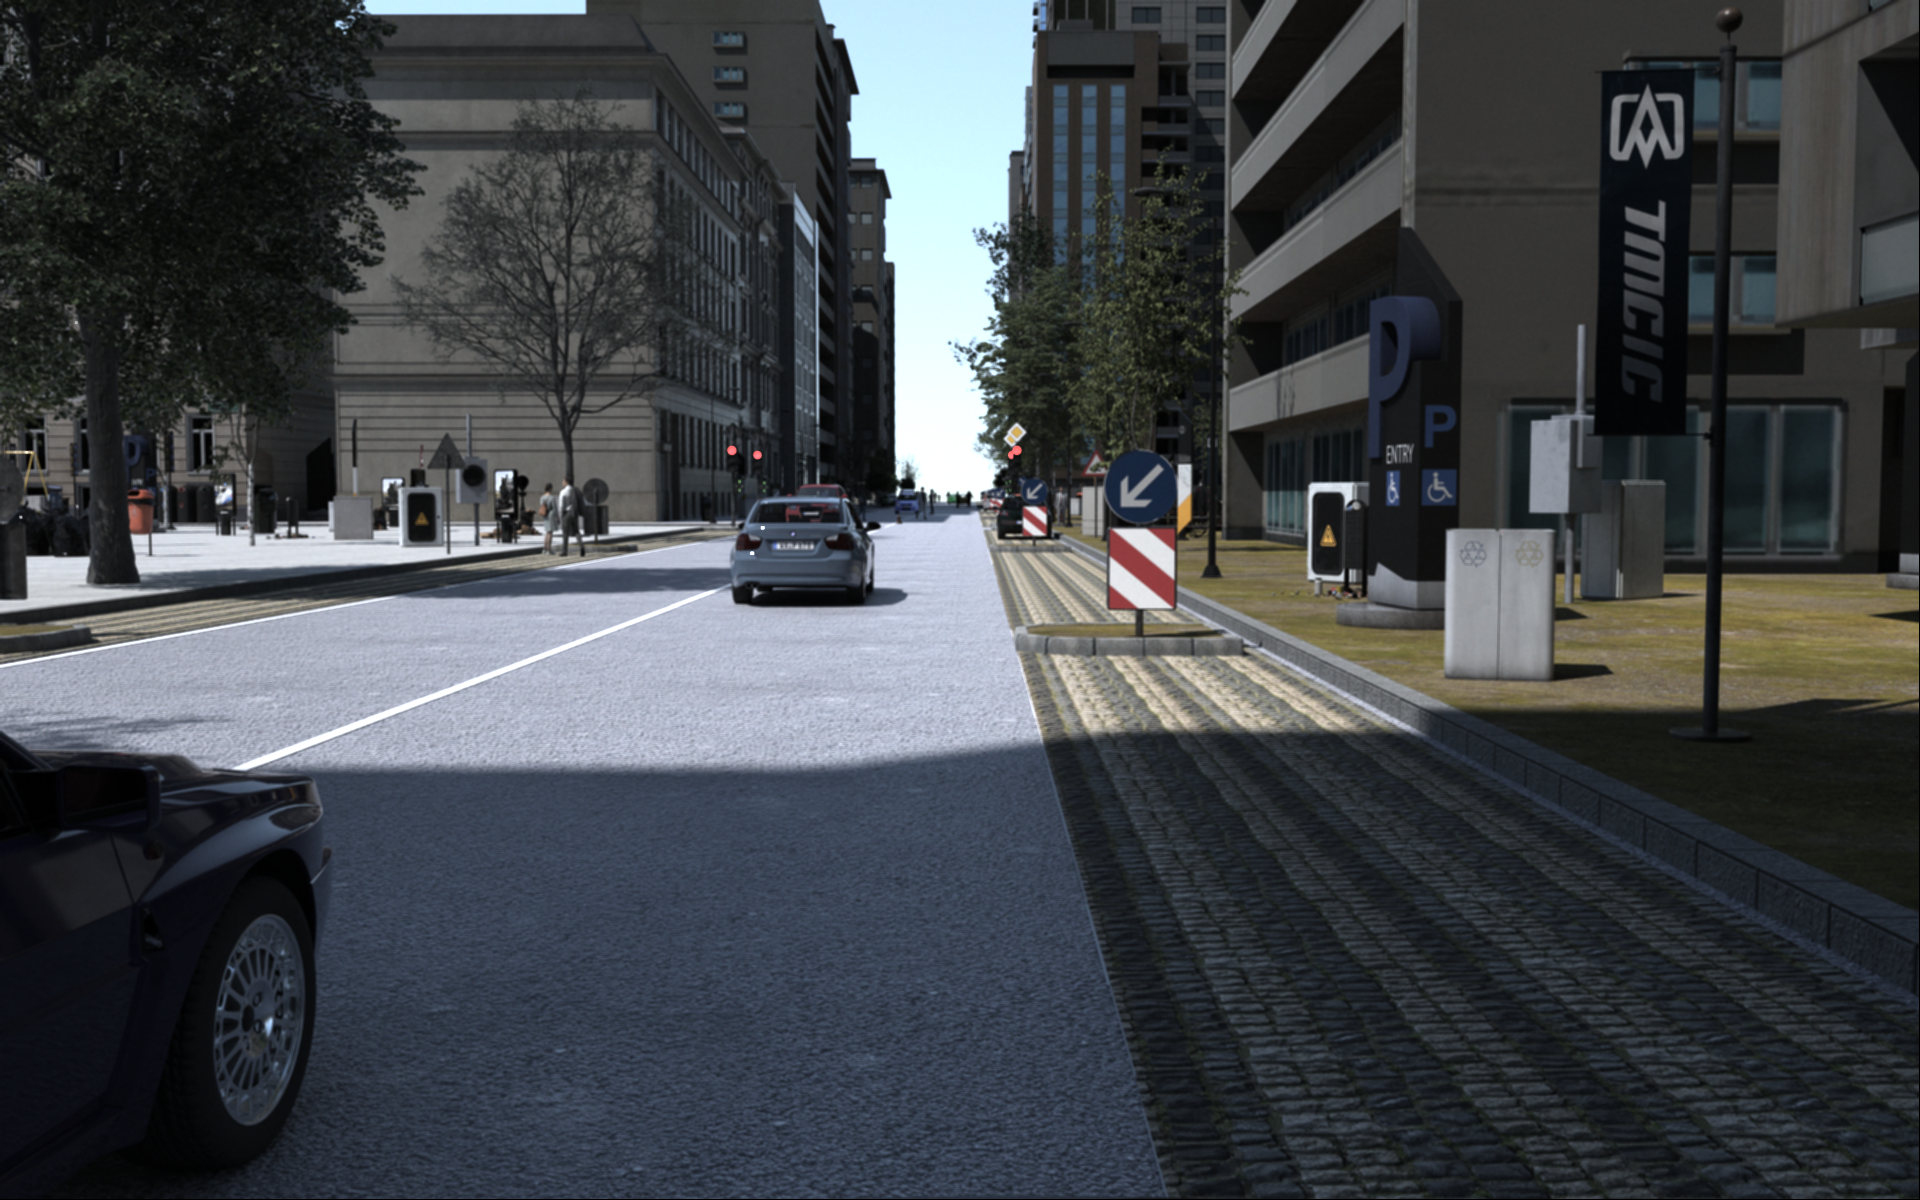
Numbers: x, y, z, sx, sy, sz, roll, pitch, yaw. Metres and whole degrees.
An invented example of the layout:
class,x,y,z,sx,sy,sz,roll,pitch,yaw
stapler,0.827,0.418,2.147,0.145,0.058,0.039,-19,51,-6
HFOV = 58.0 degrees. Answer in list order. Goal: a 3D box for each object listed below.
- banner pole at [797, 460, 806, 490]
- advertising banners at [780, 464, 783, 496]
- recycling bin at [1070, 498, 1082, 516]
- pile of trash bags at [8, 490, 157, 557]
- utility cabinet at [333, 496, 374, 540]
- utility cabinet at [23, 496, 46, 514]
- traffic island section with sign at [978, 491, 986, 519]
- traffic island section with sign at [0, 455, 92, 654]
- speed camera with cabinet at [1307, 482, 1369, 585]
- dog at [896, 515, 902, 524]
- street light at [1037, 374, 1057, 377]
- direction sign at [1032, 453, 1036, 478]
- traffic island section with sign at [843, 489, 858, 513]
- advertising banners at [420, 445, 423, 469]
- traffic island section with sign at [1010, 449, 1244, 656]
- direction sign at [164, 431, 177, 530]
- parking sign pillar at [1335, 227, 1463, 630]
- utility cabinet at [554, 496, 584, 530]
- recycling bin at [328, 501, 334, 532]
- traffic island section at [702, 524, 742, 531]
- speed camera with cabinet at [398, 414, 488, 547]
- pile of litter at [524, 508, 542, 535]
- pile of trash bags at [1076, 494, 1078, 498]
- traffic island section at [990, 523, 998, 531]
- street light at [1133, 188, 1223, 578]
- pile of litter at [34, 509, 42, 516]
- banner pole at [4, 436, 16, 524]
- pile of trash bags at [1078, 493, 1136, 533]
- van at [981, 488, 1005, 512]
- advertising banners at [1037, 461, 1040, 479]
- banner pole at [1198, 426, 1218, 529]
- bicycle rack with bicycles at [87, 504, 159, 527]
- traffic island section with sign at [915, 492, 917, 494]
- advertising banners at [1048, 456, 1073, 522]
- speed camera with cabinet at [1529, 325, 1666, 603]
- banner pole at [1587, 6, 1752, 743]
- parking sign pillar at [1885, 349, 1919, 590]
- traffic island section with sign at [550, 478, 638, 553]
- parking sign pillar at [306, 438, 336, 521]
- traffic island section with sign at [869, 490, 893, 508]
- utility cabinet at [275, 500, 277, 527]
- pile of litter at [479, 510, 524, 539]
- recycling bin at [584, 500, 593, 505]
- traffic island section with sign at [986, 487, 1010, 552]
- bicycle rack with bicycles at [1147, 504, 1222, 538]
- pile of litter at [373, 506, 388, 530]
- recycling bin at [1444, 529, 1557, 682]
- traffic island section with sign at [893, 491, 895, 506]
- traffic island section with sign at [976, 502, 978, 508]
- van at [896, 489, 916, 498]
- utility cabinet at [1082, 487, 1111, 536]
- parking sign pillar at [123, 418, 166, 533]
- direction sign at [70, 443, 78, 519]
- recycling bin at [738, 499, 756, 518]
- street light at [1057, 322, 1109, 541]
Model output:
class,x,y,z,sx,sy,sz,roll,pitch,yaw
banner pole,-11.437,-8.305,125.803,0.863,3.779,0.401,-1,4,-17
advertising banners,-10.540,-6.445,101.571,0.090,3.025,2.074,0,4,4
recycling bin,7.009,-5.546,103.239,0.722,1.027,0.722,3,5,39
pile of trash bags,-18.185,-1.608,36.050,3.447,1.369,1.912,1,4,17
utility cabinet,-16.971,-2.282,48.476,1.020,1.237,0.306,-1,4,-14
utility cabinet,-40.459,-3.947,75.690,1.020,1.237,0.306,1,4,19
traffic island section with sign,2.146,-5.477,98.169,1.989,1.847,2.006,0,4,0
traffic island section with sign,-9.310,-0.456,16.087,1.989,1.847,2.006,0,4,0
speed camera with cabinet,5.803,-1.841,24.435,0.660,3.252,2.038,-2,4,-31
dog,-3.028,-3.911,84.131,0.550,0.427,0.748,2,4,29
street light,3.685,-5.778,67.008,1.470,5.913,1.316,0,4,0
direction sign,4.108,-6.357,95.939,0.379,3.537,0.876,1,4,14
traffic island section with sign,-8.451,-7.164,125.761,1.989,1.847,2.006,0,4,0
advertising banners,-18.781,-3.957,60.887,0.090,3.025,2.074,-2,4,-25
traffic island section with sign,1.509,-0.461,16.171,1.989,1.847,2.006,0,4,0
direction sign,-28.390,-4.296,62.234,0.379,3.537,0.876,0,4,-6
parking sign pillar,4.435,-1.741,16.931,1.447,3.967,1.447,0,4,-7
utility cabinet,-14.030,-3.124,62.242,1.020,1.237,0.306,0,4,-3
recycling bin,-21.074,-2.853,59.198,0.722,1.027,0.722,1,4,10
traffic island section,-8.902,-2.791,67.917,2.009,0.180,2.903,0,4,0
speed camera with cabinet,-12.675,-2.943,42.449,2.038,3.252,0.660,-2,4,-26
pile of litter,-13.730,-2.463,54.232,1.176,0.858,1.719,-3,4,-39
pile of trash bags,9.828,-6.935,123.147,3.447,1.369,1.912,2,4,29
traffic island section,2.239,-2.786,67.827,2.009,0.180,2.903,0,4,0
street light,3.328,-3.297,26.447,1.470,5.913,1.316,0,4,0
pile of litter,-26.677,-2.185,49.686,1.719,0.858,1.176,-2,4,-35
banner pole,-41.308,-5.221,75.379,0.401,3.779,0.863,0,4,7
pile of trash bags,4.908,-2.810,55.691,1.912,1.369,3.447,0,4,1
van,2.590,-7.590,131.104,2.013,2.044,4.112,0,4,1
advertising banners,4.433,-5.940,93.303,0.090,3.025,2.074,1,4,20
banner pole,9.162,-4.519,63.909,0.863,3.779,0.401,3,4,38
bicycle rack with bicycles,-28.815,-2.839,59.807,2.852,0.926,2.925,-2,4,-24
traffic island section with sign,-7.224,-16.920,285.273,1.989,1.847,2.006,0,4,0
advertising banners,4.595,-5.056,78.854,0.090,3.025,2.074,2,4,35
speed camera with cabinet,7.712,-1.624,20.892,2.038,3.252,0.660,-3,4,-37
banner pole,3.724,-1.163,9.040,0.863,3.779,0.401,0,4,7
parking sign pillar,13.401,-2.138,23.430,1.447,3.967,1.447,-1,4,-10
traffic island section with sign,-9.103,-2.105,43.042,1.989,1.847,2.006,0,4,0
parking sign pillar,-30.617,-5.780,82.976,1.447,3.967,1.447,1,4,16
traffic island section with sign,-8.086,-10.138,174.389,1.989,1.847,2.006,0,4,0
utility cabinet,-27.434,-3.483,68.105,1.020,1.237,0.306,-3,5,-45
pile of litter,-13.326,-2.211,50.111,1.176,0.858,1.719,-1,4,-13
recycling bin,-16.529,-3.872,75.862,0.722,1.027,0.722,-2,4,-28
traffic island section with sign,1.722,-2.110,43.125,1.989,1.847,2.006,0,4,0
bicycle rack with bicycles,6.618,-2.318,51.278,2.925,0.926,2.852,1,4,23
pile of litter,-20.989,-2.929,61.849,1.176,0.858,1.719,0,4,-4
recycling bin,3.801,0.020,12.231,0.722,1.027,0.722,1,4,15
traffic island section with sign,-7.871,-11.823,201.939,1.989,1.847,2.006,0,4,0
traffic island section with sign,2.352,-7.147,125.482,1.989,1.847,2.006,0,4,0
van,-4.754,-9.127,156.238,2.013,2.044,4.112,0,4,-1
utility cabinet,4.153,-2.684,52.563,0.318,1.500,1.173,-2,4,-29
parking sign pillar,-26.924,-4.185,56.903,1.447,3.967,1.447,3,4,38
direction sign,-39.212,-5.181,76.703,0.379,3.537,0.876,-3,5,-43
recycling bin,-11.245,-4.837,91.637,0.722,1.027,0.722,-3,4,-38
street light,3.456,-4.546,46.870,1.470,5.913,1.316,0,4,0
